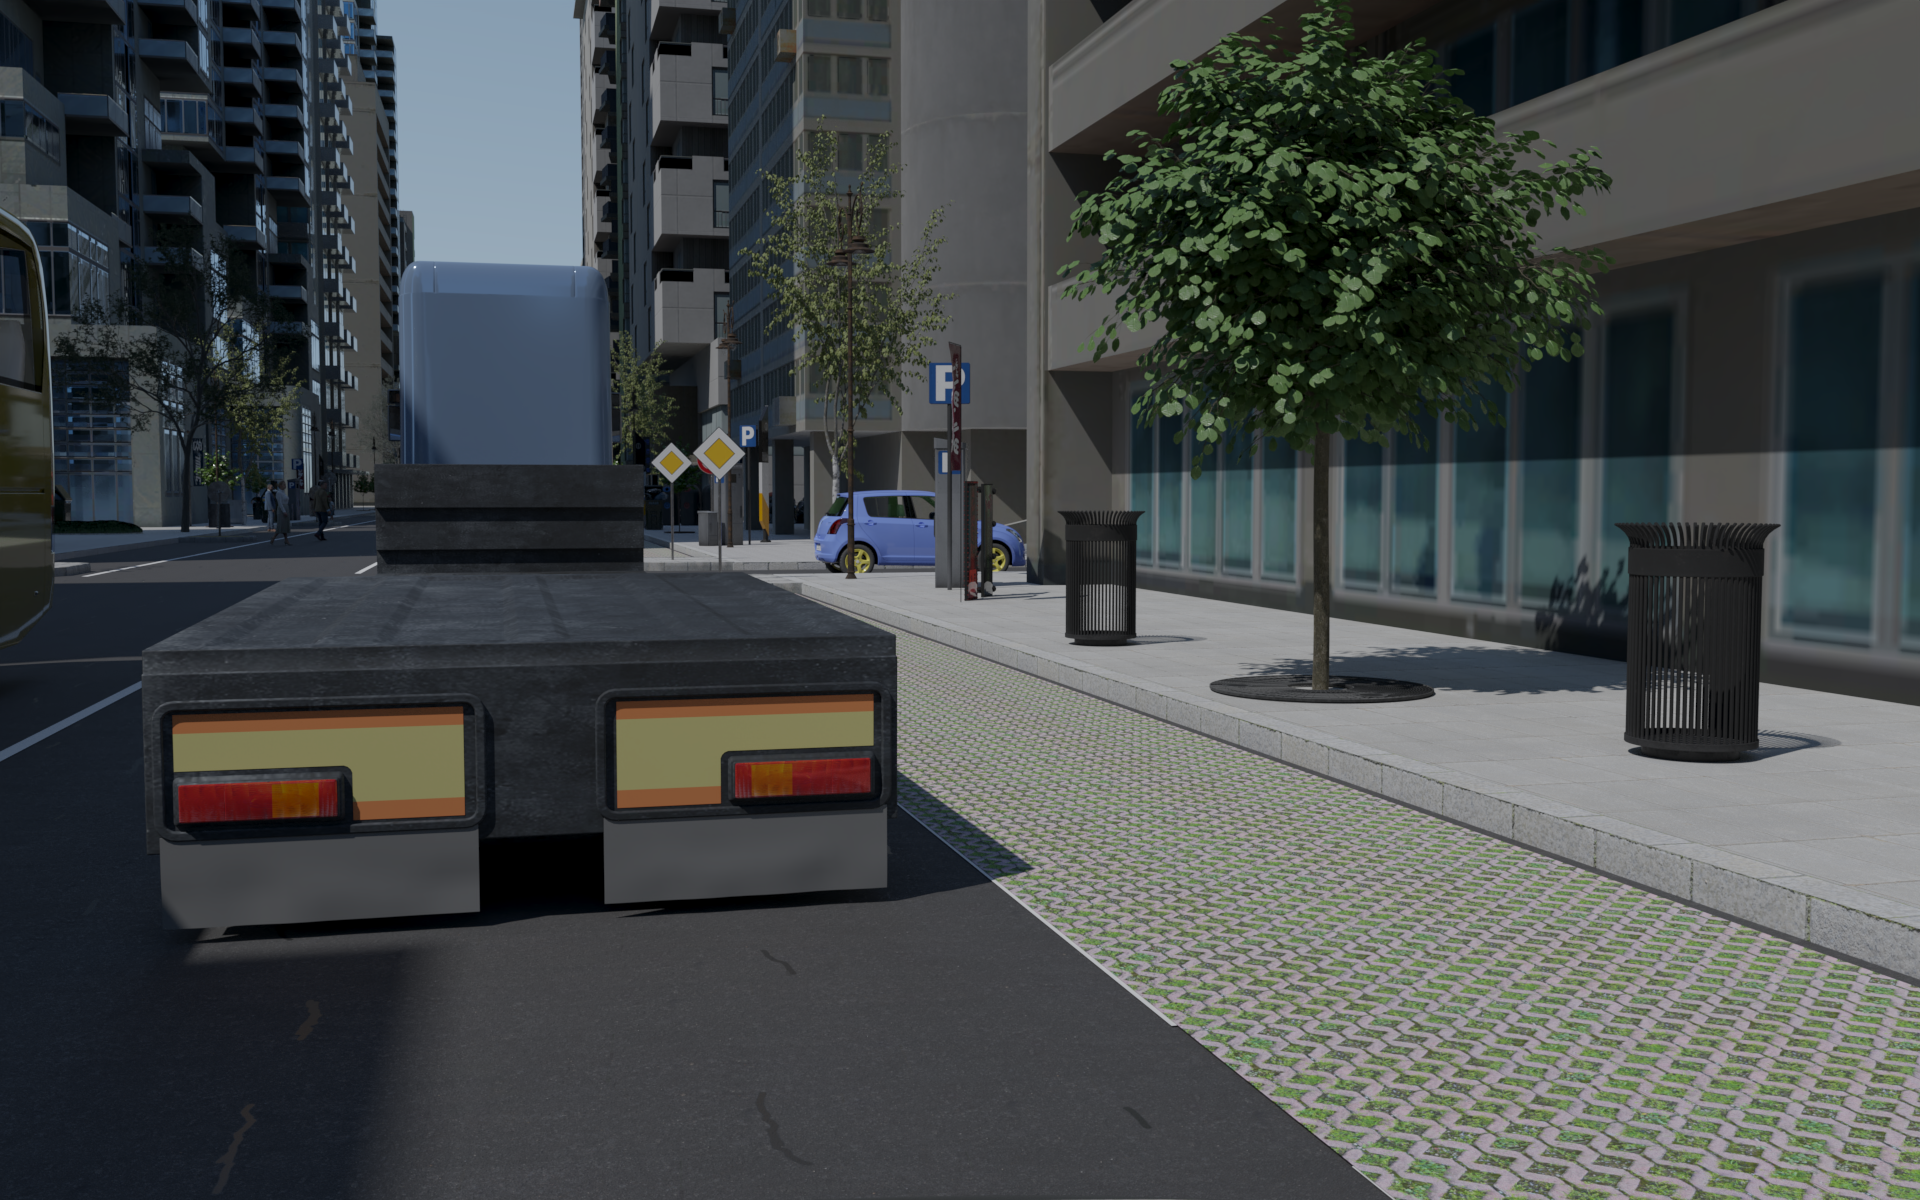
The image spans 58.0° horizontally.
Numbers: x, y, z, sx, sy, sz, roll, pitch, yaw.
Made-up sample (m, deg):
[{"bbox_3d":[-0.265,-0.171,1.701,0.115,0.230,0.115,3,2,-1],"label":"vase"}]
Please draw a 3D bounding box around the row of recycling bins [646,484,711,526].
[{"bbox_3d":[-11.474,-3.888,70.682,3.534,1.692,1.069,0,4,4],"label":"row of recycling bins"}]

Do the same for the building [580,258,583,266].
[{"bbox_3d":[-42.278,-34.339,253.321,32.217,40.220,23.993,-1,4,-14],"label":"building"}]

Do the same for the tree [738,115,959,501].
[{"bbox_3d":[-2.269,-5.160,34.736,4.737,8.622,4.395,0,3,0],"label":"tree"}]

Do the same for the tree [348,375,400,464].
[{"bbox_3d":[-57.541,-16.357,177.802,12.009,13.543,11.850,0,3,0],"label":"tree"}]

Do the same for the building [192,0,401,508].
[{"bbox_3d":[-80.903,-55.341,217.488,22.319,86.520,31.000,-1,4,-14],"label":"building"}]

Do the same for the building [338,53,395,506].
[{"bbox_3d":[-75.164,-34.820,193.015,21.300,48.544,21.600,-1,4,-14],"label":"building"}]

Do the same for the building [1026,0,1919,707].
[{"bbox_3d":[13.898,-24.003,16.155,21.300,48.544,21.600,-1,4,-14],"label":"building"}]

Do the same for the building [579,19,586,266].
[{"bbox_3d":[-41.254,-48.333,228.500,20.563,71.187,20.611,-1,4,-14],"label":"building"}]

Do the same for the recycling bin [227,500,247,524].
[{"bbox_3d":[-30.839,-3.751,73.888,0.722,1.027,0.722,-1,4,-18],"label":"recycling bin"}]

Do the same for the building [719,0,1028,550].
[{"bbox_3d":[5.402,-22.190,54.686,23.993,40.220,32.217,-1,4,-14],"label":"building"}]

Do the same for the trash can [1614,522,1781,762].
[{"bbox_3d":[3.587,0.194,8.474,0.748,1.137,0.748,0,3,0],"label":"trash can"}]

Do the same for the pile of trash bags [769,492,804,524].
[{"bbox_3d":[-7.772,-4.371,81.225,1.912,1.369,3.447,-3,5,-43],"label":"pile of trash bags"}]

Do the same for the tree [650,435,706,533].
[{"bbox_3d":[-9.088,-3.802,56.761,1.663,3.219,1.824,0,3,0],"label":"tree"}]

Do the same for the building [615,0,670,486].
[{"bbox_3d":[-16.432,-26.616,118.761,14.154,41.232,14.086,-1,4,-14],"label":"building"}]

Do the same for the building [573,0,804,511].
[{"bbox_3d":[-22.100,-35.410,168.195,28.713,52.752,27.495,-1,4,-14],"label":"building"}]

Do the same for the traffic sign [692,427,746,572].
[{"bbox_3d":[-3.602,-1.364,25.942,0.795,2.450,0.064,-1,4,-14],"label":"traffic sign"}]

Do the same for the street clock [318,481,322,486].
[{"bbox_3d":[-36.269,-5.740,98.426,0.471,2.002,0.358,3,5,44],"label":"street clock"}]

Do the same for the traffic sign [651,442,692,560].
[{"bbox_3d":[-5.600,-1.837,33.674,0.795,2.450,0.064,-1,4,-14],"label":"traffic sign"}]

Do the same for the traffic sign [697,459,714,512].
[{"bbox_3d":[-6.302,-2.689,44.075,0.768,2.556,0.104,0,4,-5],"label":"traffic sign"}]

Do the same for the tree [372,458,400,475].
[{"bbox_3d":[-51.905,-10.643,157.719,4.285,4.588,4.351,0,3,0],"label":"tree"}]

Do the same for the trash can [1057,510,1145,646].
[{"bbox_3d":[1.202,-0.191,14.773,0.748,1.137,0.748,0,3,0],"label":"trash can"}]

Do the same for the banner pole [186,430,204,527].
[{"bbox_3d":[-30.040,-4.769,67.996,0.401,3.779,0.863,2,4,33],"label":"banner pole"}]

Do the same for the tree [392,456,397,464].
[{"bbox_3d":[-61.060,-14.805,192.423,4.737,8.622,4.395,0,3,0],"label":"tree"}]

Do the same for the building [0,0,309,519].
[{"bbox_3d":[-53.914,-48.949,112.993,22.319,86.520,31.000,-1,4,-14],"label":"building"}]

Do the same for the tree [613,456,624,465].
[{"bbox_3d":[-17.175,-5.636,86.748,1.663,3.219,1.824,0,3,0],"label":"tree"}]

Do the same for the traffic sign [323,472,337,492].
[{"bbox_3d":[-36.919,-6.202,101.500,0.768,2.556,0.104,-1,4,-13],"label":"traffic sign"}]

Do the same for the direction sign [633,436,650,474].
[{"bbox_3d":[-12.471,-4.640,67.854,0.379,3.537,0.876,3,4,37],"label":"direction sign"}]

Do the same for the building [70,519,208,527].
[{"bbox_3d":[-45.446,-46.707,76.334,22.319,86.520,31.000,-1,4,-14],"label":"building"}]

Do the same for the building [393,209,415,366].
[{"bbox_3d":[-83.424,-34.122,241.485,14.154,41.232,14.086,-1,4,-14],"label":"building"}]

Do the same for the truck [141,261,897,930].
[{"bbox_3d":[-3.797,-1.524,14.670,2.967,4.110,18.799,-1,4,-15],"label":"truck"}]

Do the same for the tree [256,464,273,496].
[{"bbox_3d":[-40.024,-6.335,98.178,1.663,3.219,1.824,0,3,0],"label":"tree"}]

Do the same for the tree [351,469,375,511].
[{"bbox_3d":[-45.228,-8.375,131.525,1.663,3.219,1.824,0,3,0],"label":"tree"}]

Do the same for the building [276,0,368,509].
[{"bbox_3d":[-62.792,-32.079,144.101,23.786,49.044,30.456,-1,4,-14],"label":"building"}]

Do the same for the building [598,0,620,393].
[{"bbox_3d":[-17.550,-29.717,140.502,22.147,44.769,28.867,-1,4,-14],"label":"building"}]

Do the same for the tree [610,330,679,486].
[{"bbox_3d":[-14.371,-7.763,77.295,4.737,8.622,4.395,0,3,0],"label":"tree"}]

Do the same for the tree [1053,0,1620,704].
[{"bbox_3d":[2.306,-1.683,11.226,4.285,4.588,4.351,0,3,0],"label":"tree"}]

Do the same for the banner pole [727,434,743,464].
[{"bbox_3d":[-9.369,-4.998,71.734,0.863,3.779,0.401,-1,4,-20],"label":"banner pole"}]
